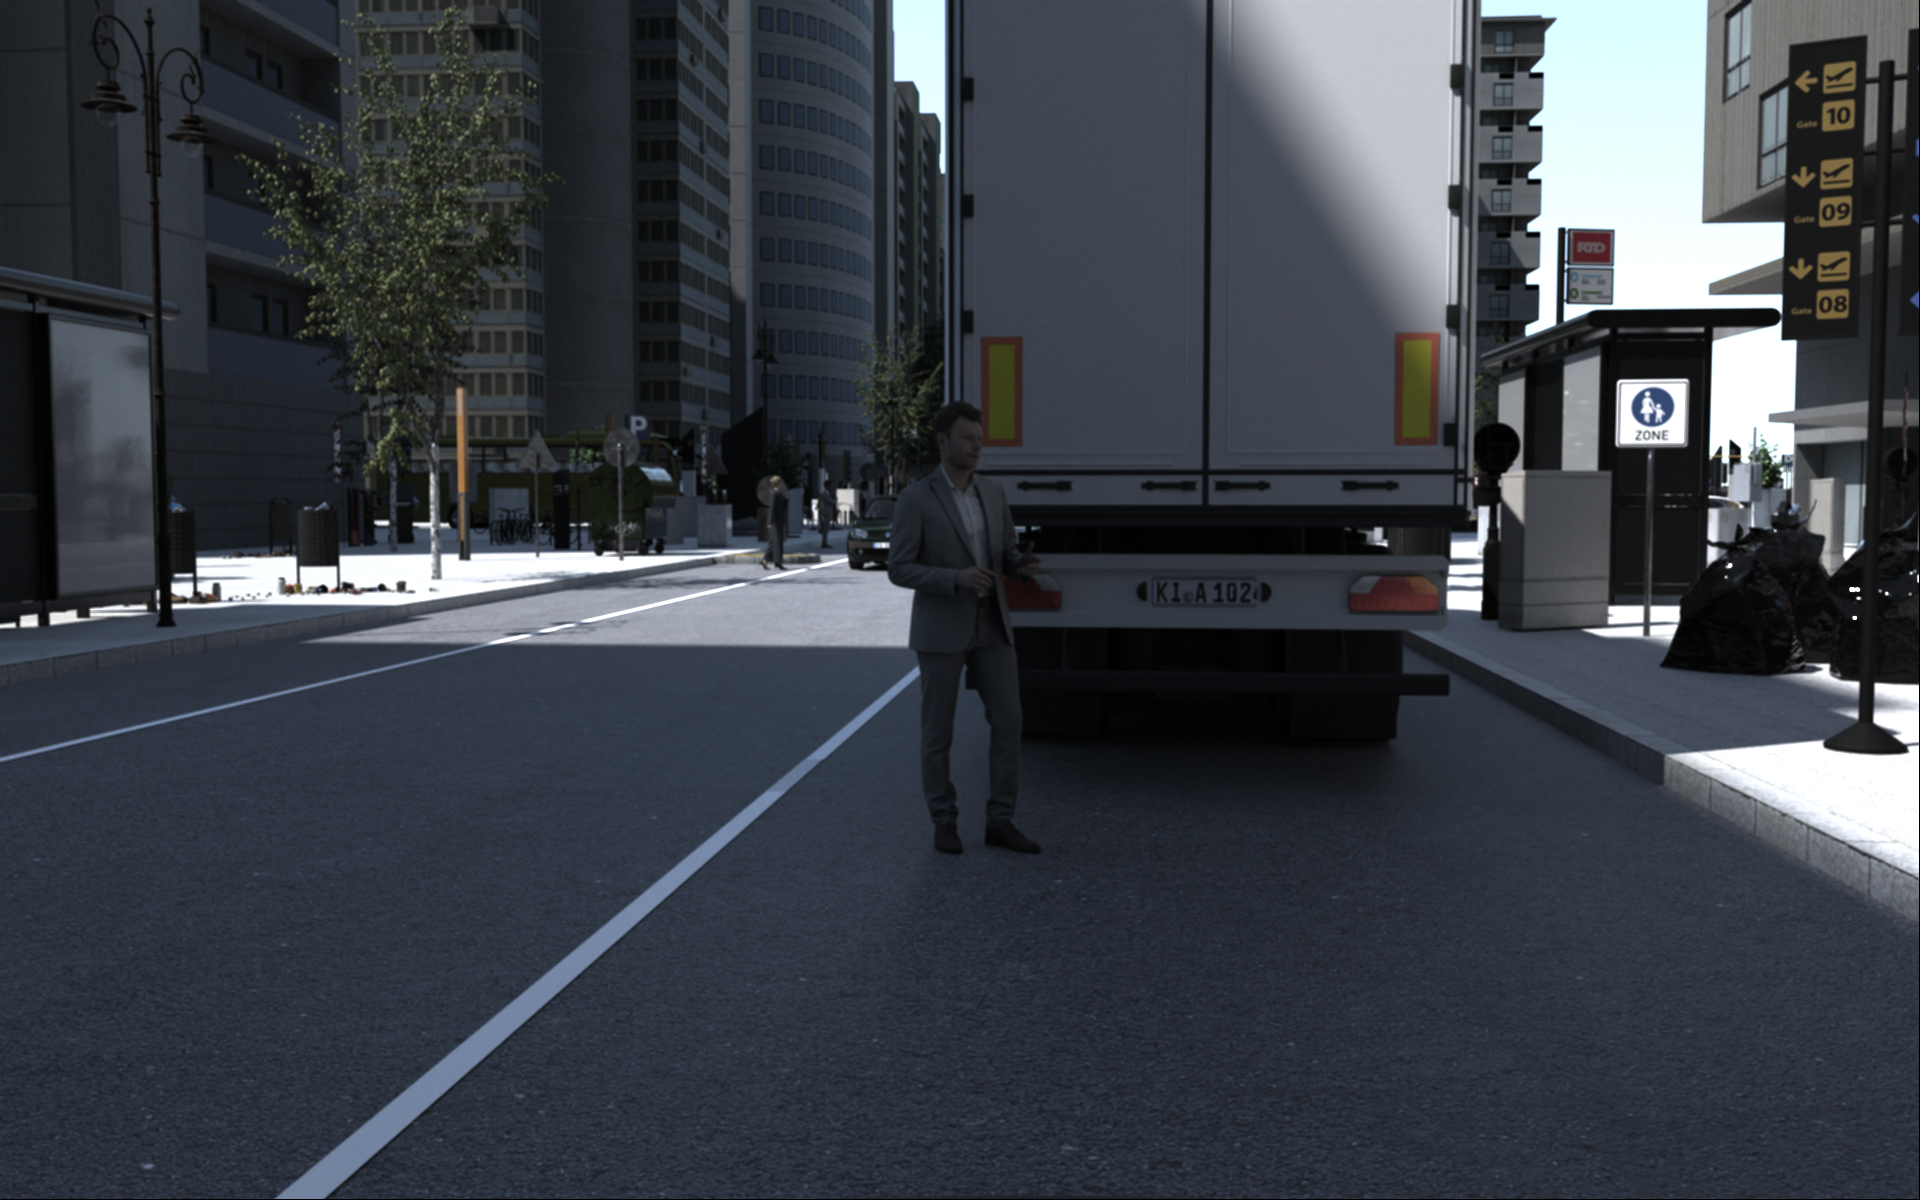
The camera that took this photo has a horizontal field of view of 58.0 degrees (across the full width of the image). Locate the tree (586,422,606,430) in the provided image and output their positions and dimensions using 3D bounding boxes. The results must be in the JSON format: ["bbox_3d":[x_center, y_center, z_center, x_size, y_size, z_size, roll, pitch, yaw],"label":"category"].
[{"bbox_3d":[-16.338,-5.848,79.326,4.285,4.588,4.351,0,3,0],"label":"tree"}]

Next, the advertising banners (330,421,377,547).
[{"bbox_3d":[-14.803,-2.819,42.275,0.090,3.025,2.074,1,4,9],"label":"advertising banners"}]

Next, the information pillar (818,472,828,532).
[{"bbox_3d":[-4.644,-3.309,58.601,0.304,2.012,0.304,0,4,3],"label":"information pillar"}]

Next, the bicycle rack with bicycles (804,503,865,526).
[{"bbox_3d":[-5.407,-3.482,70.320,2.852,0.926,2.925,0,4,-4],"label":"bicycle rack with bicycles"}]

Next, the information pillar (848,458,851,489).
[{"bbox_3d":[-7.191,-7.381,112.026,0.183,3.616,0.504,-2,4,-33],"label":"information pillar"}]

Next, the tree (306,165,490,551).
[{"bbox_3d":[-12.735,-5.414,38.885,4.360,8.622,3.978,0,3,0],"label":"tree"}]

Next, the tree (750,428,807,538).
[{"bbox_3d":[-5.368,-3.454,51.078,1.663,3.219,1.824,0,3,0],"label":"tree"}]

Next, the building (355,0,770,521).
[{"bbox_3d":[-25.832,-24.547,93.230,32.217,40.220,23.993,0,4,5],"label":"building"}]

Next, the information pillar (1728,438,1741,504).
[{"bbox_3d":[32.596,-4.990,72.944,0.504,3.616,0.183,1,4,9],"label":"information pillar"}]

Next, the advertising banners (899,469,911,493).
[{"bbox_3d":[-4.244,-7.589,120.261,2.074,3.025,0.090,-2,4,-25],"label":"advertising banners"}]

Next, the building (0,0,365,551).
[{"bbox_3d":[-30.616,-30.611,42.483,28.212,58.520,21.231,0,4,5],"label":"building"}]

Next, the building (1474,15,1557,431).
[{"bbox_3d":[47.761,-36.806,191.016,28.713,52.752,27.495,0,4,5],"label":"building"}]

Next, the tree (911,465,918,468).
[{"bbox_3d":[-2.697,-9.775,143.531,4.285,4.588,4.351,0,3,0],"label":"tree"}]

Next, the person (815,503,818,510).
[{"bbox_3d":[-5.296,-3.564,66.681,0.656,1.842,0.836,1,4,15],"label":"person"}]

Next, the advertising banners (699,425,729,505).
[{"bbox_3d":[-6.387,-2.983,44.966,0.090,3.025,2.074,1,4,12],"label":"advertising banners"}]

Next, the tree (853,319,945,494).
[{"bbox_3d":[-2.727,-7.559,73.945,4.737,8.622,4.395,0,3,0],"label":"tree"}]

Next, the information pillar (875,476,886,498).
[{"bbox_3d":[-3.181,-3.924,68.642,0.304,2.012,0.304,-2,4,-31],"label":"information pillar"}]

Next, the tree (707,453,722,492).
[{"bbox_3d":[-10.830,-5.162,79.000,1.663,3.219,1.824,0,3,0],"label":"tree"}]

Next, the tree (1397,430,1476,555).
[{"bbox_3d":[5.963,-1.720,22.723,1.663,3.219,1.824,0,3,0],"label":"tree"}]

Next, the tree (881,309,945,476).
[{"bbox_3d":[-0.219,-11.541,105.705,9.611,12.733,9.660,0,3,0],"label":"tree"}]

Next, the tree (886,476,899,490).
[{"bbox_3d":[-5.087,-7.936,124.357,1.663,3.219,1.824,0,3,0],"label":"tree"}]

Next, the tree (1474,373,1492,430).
[{"bbox_3d":[25.864,-8.627,91.415,4.737,8.622,4.395,0,3,0],"label":"tree"}]

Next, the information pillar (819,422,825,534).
[{"bbox_3d":[-4.457,-3.955,56.019,0.183,3.616,0.504,1,4,10],"label":"information pillar"}]

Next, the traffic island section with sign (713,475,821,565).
[{"bbox_3d":[-3.980,-1.686,36.195,1.989,1.847,2.006,0,4,5],"label":"traffic island section with sign"}]

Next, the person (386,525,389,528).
[{"bbox_3d":[-22.685,-3.466,69.444,0.640,1.303,0.475,0,4,-7],"label":"person"}]

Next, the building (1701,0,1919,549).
[{"bbox_3d":[32.342,-27.084,32.057,28.713,52.752,27.495,0,4,5],"label":"building"}]

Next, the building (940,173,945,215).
[{"bbox_3d":[-5.786,-39.188,264.432,21.300,48.544,21.600,0,4,5],"label":"building"}]

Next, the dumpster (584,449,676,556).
[{"bbox_3d":[-6.978,-2.087,36.624,1.502,2.255,1.985,0,4,5],"label":"dumpster"}]

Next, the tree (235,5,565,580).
[{"bbox_3d":[-8.119,-4.612,25.772,4.737,8.622,4.395,0,3,0],"label":"tree"}]

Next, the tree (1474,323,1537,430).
[{"bbox_3d":[23.938,-7.627,75.068,4.360,8.622,3.978,0,3,0],"label":"tree"}]

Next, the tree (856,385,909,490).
[{"bbox_3d":[-4.907,-10.156,116.419,4.360,8.622,3.978,0,3,0],"label":"tree"}]

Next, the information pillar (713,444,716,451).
[{"bbox_3d":[-11.454,-5.450,80.464,0.183,3.616,0.504,-2,4,-26],"label":"information pillar"}]

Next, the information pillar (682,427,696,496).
[{"bbox_3d":[-9.458,-4.229,60.504,0.504,3.616,0.183,1,4,15],"label":"information pillar"}]

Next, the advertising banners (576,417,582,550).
[{"bbox_3d":[-8.758,-2.665,39.755,0.090,3.025,2.074,-1,4,-11],"label":"advertising banners"}]

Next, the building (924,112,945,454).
[{"bbox_3d":[-9.666,-30.427,181.070,14.154,41.232,14.086,0,4,5],"label":"building"}]

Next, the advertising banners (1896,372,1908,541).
[{"bbox_3d":[13.274,-1.725,24.388,0.090,3.025,2.074,2,4,30],"label":"advertising banners"}]

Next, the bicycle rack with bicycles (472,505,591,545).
[{"bbox_3d":[-10.912,-1.887,44.239,2.852,0.926,2.925,1,4,22],"label":"bicycle rack with bicycles"}]

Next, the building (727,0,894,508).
[{"bbox_3d":[-17.072,-35.721,126.034,21.231,58.520,28.212,0,4,5],"label":"building"}]

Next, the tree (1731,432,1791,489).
[{"bbox_3d":[25.186,-3.676,54.705,1.663,3.219,1.824,0,3,0],"label":"tree"}]

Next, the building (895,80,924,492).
[{"bbox_3d":[-11.630,-29.574,167.133,14.154,41.232,14.086,0,4,5],"label":"building"}]

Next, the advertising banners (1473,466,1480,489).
[{"bbox_3d":[25.652,-5.623,88.127,0.090,3.025,2.074,-3,4,-38],"label":"advertising banners"}]

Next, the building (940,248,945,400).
[{"bbox_3d":[-9.186,-25.934,195.718,14.160,30.474,14.107,0,4,5],"label":"building"}]
